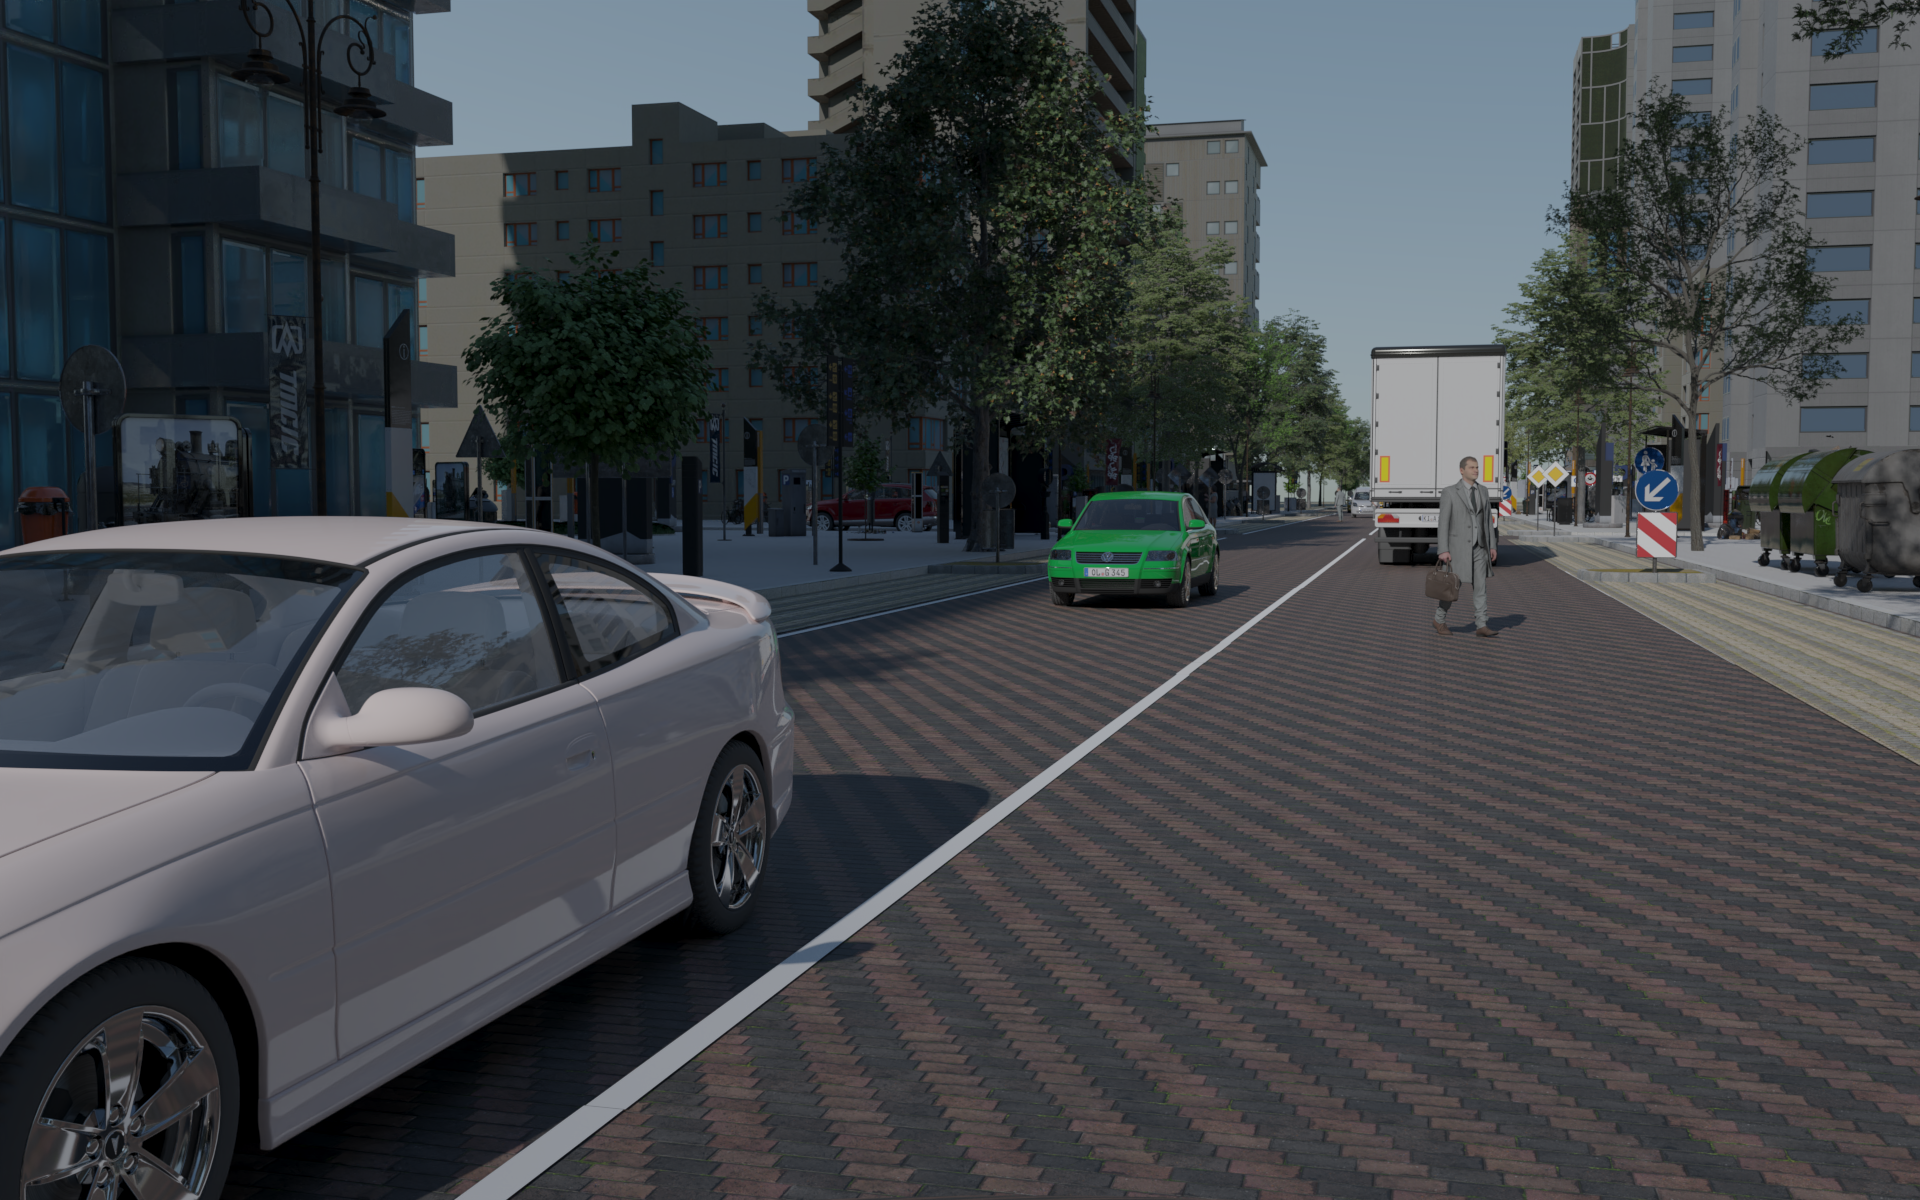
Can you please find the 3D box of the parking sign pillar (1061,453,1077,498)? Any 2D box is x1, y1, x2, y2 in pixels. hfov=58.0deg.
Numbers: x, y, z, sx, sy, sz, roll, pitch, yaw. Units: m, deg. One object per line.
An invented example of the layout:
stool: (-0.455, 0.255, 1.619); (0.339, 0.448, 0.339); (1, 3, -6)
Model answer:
parking sign pillar: (7.026, -7.638, 113.358); (1.447, 3.967, 1.447); (3, 5, 41)

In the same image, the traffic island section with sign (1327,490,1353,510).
traffic island section with sign: (34.929, -9.237, 159.646); (1.989, 1.847, 2.006); (1, 4, 15)

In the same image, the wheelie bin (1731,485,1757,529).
wheelie bin: (28.556, -3.362, 62.878); (0.980, 1.594, 0.693); (0, 4, -3)

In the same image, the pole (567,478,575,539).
pole: (-10.961, -3.356, 48.715); (0.158, 3.312, 0.155); (0, 3, 0)

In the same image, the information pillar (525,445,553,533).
information pillar: (-5.977, -1.230, 24.607); (0.304, 2.012, 0.304); (-2, 4, -35)

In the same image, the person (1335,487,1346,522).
person: (19.602, -4.936, 89.309); (0.635, 1.810, 0.391); (-3, 5, -41)

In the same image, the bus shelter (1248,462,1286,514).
bus shelter: (19.912, -7.248, 112.425); (2.014, 3.302, 5.546); (1, 4, 15)

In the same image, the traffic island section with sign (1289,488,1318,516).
traffic island section with sign: (22.004, -6.287, 111.413); (1.989, 1.847, 2.006); (1, 4, 15)

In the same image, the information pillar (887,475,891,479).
information pillar: (-2.895, -3.833, 67.165); (0.304, 2.012, 0.304); (-2, 4, -30)

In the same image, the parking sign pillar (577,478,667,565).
parking sign pillar: (-6.348, -2.650, 31.807); (1.447, 3.967, 1.447); (0, 4, 5)

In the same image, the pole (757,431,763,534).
pole: (-6.450, -3.788, 55.775); (0.158, 3.312, 0.155); (0, 3, 0)

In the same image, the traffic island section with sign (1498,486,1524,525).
traffic island section with sign: (25.582, -4.477, 81.826); (1.989, 1.847, 2.006); (1, 4, 15)

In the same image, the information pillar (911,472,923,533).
information pillar: (-1.434, -3.266, 57.895); (0.304, 2.012, 0.304); (-1, 4, -21)

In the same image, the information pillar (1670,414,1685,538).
information pillar: (20.914, -3.620, 50.547); (0.183, 3.616, 0.504); (-1, 4, -14)

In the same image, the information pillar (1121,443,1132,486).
information pillar: (7.152, -5.085, 74.502); (0.504, 3.616, 0.183); (-2, 4, -23)

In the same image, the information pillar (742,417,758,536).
information pillar: (-6.367, -3.746, 52.599); (0.504, 3.616, 0.183); (2, 4, 32)

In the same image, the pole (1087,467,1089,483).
pole: (8.678, -7.565, 117.537); (0.158, 3.312, 0.155); (0, 3, 0)

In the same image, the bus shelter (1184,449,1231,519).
bus shelter: (13.282, -6.212, 92.850); (1.731, 3.624, 6.357); (1, 4, 15)

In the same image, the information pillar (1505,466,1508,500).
information pillar: (39.161, -8.114, 124.013); (0.183, 3.616, 0.504); (3, 4, 38)

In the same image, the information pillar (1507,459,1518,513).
information pillar: (37.041, -7.610, 115.780); (0.504, 3.616, 0.183); (-2, 4, -25)

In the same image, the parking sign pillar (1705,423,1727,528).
parking sign pillar: (28.955, -4.766, 66.404); (1.447, 3.967, 1.447); (0, 4, 8)

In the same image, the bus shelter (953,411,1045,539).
bus shelter: (1.400, -3.700, 51.771); (1.731, 3.624, 6.357); (1, 4, 15)

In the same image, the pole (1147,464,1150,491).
pole: (12.598, -7.463, 115.866); (0.158, 3.312, 0.155); (0, 3, 0)

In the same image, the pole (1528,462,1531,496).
pole: (35.817, -7.048, 109.073); (0.158, 3.312, 0.155); (0, 3, 0)

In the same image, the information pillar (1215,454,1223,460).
information pillar: (14.369, -6.408, 96.119); (0.504, 3.616, 0.183); (3, 4, 36)

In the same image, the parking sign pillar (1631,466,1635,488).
parking sign pillar: (44.201, -7.753, 115.241); (1.447, 3.967, 1.447); (-3, 5, -44)

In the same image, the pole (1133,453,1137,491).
pole: (8.709, -5.655, 86.306); (0.158, 3.312, 0.155); (0, 3, 0)

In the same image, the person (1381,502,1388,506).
person: (32.176, -7.482, 130.842); (0.660, 1.820, 0.620); (-2, 4, -26)

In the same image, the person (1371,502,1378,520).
person: (22.578, -5.076, 94.081); (0.523, 1.515, 0.503); (1, 4, 12)

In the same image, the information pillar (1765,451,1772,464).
information pillar: (43.793, -6.272, 93.898); (0.504, 3.616, 0.183); (-3, 4, -36)

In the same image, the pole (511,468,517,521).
pole: (-18.462, -4.759, 71.651); (0.158, 3.312, 0.155); (0, 3, 0)

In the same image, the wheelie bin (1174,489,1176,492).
wheelie bin: (14.038, -6.529, 114.652); (0.980, 1.594, 0.693); (-3, 5, -45)

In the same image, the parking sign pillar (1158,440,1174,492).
parking sign pillar: (10.411, -6.045, 87.309); (1.447, 3.967, 1.447); (2, 4, 25)

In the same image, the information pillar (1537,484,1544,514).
information pillar: (36.691, -6.423, 109.514); (0.304, 2.012, 0.304); (0, 4, 5)

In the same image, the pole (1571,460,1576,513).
pole: (37.183, -6.797, 104.966); (0.158, 3.312, 0.155); (0, 3, 0)

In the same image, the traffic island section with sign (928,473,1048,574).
traffic island section with sign: (0.621, -1.410, 31.674); (1.989, 1.847, 2.006); (1, 4, 15)

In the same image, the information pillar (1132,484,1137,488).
information pillar: (12.212, -7.133, 121.119); (0.304, 2.012, 0.304); (0, 4, -8)

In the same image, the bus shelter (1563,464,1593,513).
bus shelter: (41.612, -7.561, 117.543); (2.014, 3.302, 5.546); (1, 4, 15)

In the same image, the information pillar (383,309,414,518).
information pillar: (-7.038, -1.859, 21.754); (0.183, 3.616, 0.504); (1, 4, 15)

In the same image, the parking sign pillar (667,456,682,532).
parking sign pillar: (-9.958, -4.302, 58.812); (1.447, 3.967, 1.447); (0, 4, 1)

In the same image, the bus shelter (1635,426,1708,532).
bus shelter: (25.475, -4.336, 62.175); (1.731, 3.624, 6.357); (1, 4, 15)

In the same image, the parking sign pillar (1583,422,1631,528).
parking sign pillar: (24.453, -4.728, 65.776); (1.447, 3.967, 1.447); (1, 4, 12)

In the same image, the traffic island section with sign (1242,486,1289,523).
traffic island section with sign: (14.937, -4.675, 85.057); (1.989, 1.847, 2.006); (1, 4, 15)

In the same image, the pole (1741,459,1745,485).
pole: (44.917, -6.458, 99.434); (0.158, 3.312, 0.155); (0, 3, 0)

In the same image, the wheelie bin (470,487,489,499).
wheelie bin: (-22.559, -4.492, 81.357); (0.693, 1.594, 0.980); (1, 4, 14)

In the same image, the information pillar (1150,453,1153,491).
information pillar: (10.662, -6.431, 96.502); (0.183, 3.616, 0.504); (0, 4, -1)

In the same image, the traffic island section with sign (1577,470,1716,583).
traffic island section with sign: (11.364, -1.233, 28.795); (1.989, 1.847, 2.006); (1, 4, 15)

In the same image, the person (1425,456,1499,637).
person: (5.102, -0.541, 17.442); (0.694, 1.812, 0.767); (-1, 4, -19)

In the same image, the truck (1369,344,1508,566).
truck: (10.609, -3.005, 38.053); (2.839, 4.237, 11.283); (1, 4, 17)

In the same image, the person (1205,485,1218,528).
person: (9.742, -3.580, 67.393); (0.532, 1.782, 0.716); (0, 4, 1)

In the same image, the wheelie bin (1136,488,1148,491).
wheelie bin: (9.964, -5.343, 95.262); (0.980, 1.594, 0.693); (1, 4, 17)
